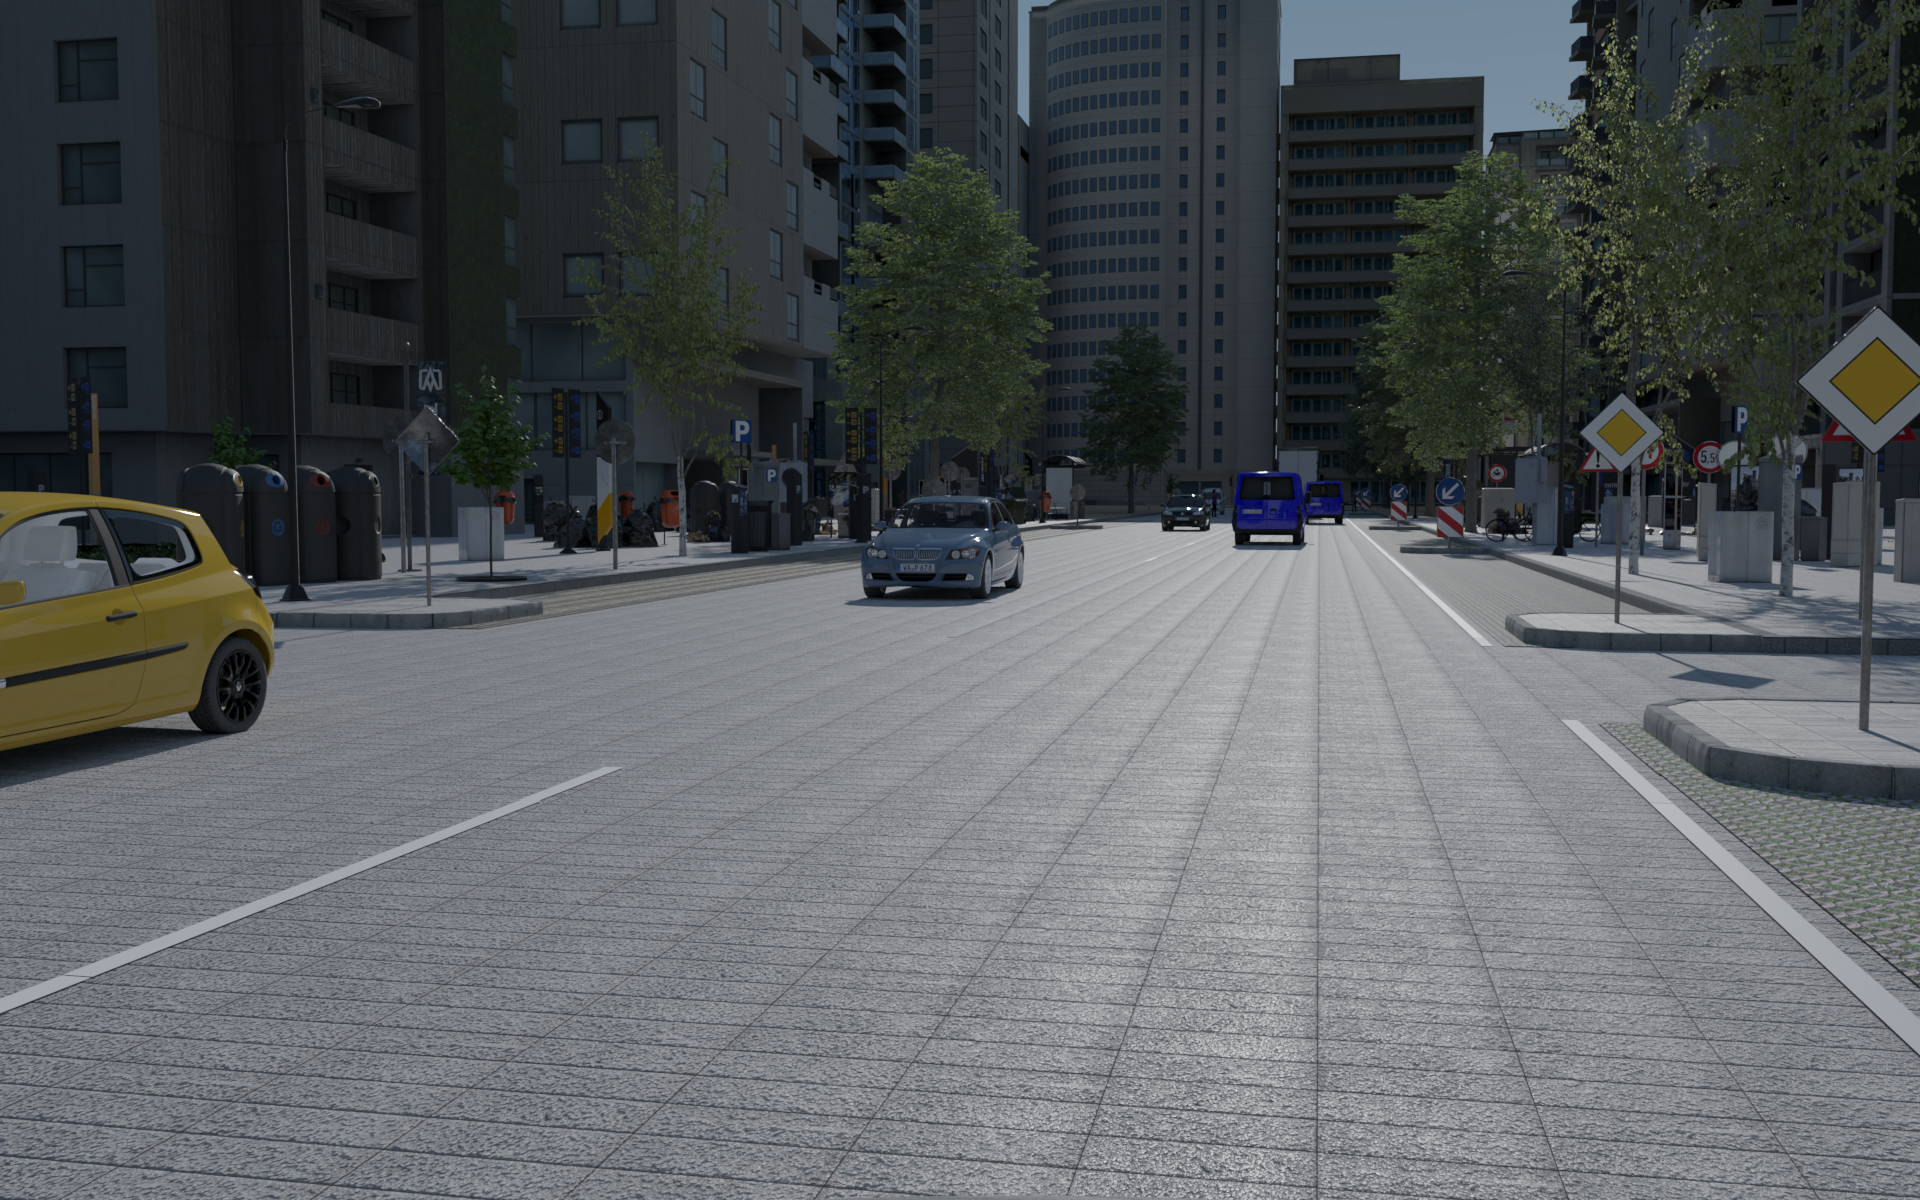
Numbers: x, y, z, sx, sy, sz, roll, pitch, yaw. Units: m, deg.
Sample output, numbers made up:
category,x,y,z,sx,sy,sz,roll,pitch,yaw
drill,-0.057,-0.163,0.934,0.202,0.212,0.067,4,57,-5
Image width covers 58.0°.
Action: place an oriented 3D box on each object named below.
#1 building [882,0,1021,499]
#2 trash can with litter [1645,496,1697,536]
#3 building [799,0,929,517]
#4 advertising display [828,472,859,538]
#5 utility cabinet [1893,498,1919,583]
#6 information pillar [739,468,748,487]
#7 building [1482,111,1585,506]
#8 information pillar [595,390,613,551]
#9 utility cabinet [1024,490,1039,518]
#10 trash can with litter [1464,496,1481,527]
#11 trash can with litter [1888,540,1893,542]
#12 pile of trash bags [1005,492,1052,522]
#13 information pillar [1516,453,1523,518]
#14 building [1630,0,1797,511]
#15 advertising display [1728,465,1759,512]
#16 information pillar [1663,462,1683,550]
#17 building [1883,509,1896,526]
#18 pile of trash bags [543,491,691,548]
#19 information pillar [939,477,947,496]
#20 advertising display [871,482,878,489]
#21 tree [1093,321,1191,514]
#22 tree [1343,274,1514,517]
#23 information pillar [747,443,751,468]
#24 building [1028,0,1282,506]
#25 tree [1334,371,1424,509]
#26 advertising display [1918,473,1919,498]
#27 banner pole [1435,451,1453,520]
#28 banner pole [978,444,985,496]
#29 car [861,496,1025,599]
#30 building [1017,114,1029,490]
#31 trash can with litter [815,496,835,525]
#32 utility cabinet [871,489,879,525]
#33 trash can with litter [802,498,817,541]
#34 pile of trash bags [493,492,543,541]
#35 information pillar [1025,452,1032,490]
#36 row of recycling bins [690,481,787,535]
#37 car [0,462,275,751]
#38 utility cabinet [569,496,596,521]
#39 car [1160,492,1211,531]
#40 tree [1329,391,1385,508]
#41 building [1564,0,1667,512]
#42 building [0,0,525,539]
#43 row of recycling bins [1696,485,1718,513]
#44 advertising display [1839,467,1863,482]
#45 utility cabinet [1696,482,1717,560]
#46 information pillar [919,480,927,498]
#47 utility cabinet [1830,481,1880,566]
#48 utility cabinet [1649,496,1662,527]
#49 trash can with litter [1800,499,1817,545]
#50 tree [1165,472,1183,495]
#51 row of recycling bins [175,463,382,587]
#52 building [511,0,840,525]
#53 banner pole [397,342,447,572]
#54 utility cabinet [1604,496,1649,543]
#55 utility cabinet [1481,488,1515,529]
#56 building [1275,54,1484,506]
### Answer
category,x,y,z,sx,sy,sz,roll,pitch,yaw
building,-6.557,-43.448,148.620,20.611,71.187,20.563,1,4,12
trash can with litter,22.231,-2.629,54.036,2.233,1.210,1.678,1,4,9
building,-14.388,-48.901,112.208,22.319,86.520,31.000,1,4,12
advertising display,-3.366,-2.751,50.194,0.974,1.923,0.123,2,4,26
utility cabinet,14.154,-0.855,25.144,1.020,1.237,0.306,0,4,5
information pillar,-6.160,-2.767,49.727,0.304,2.012,0.304,1,4,11
building,64.679,-30.870,188.314,14.086,41.232,14.154,1,4,12
information pillar,-7.984,-2.906,38.862,0.504,3.616,0.183,3,5,44
utility cabinet,3.689,-5.169,93.184,1.173,1.500,0.318,-1,4,-17
trash can with litter,19.822,-3.411,66.835,2.233,1.210,1.678,-3,4,-36
trash can with litter,25.832,-2.133,45.924,2.233,1.210,1.678,1,4,19
pile of trash bags,2.814,-4.353,80.930,3.447,1.369,1.912,-2,4,-32
information pillar,27.772,-5.787,85.966,0.504,3.616,0.183,-3,4,-37
building,56.512,-31.406,102.726,28.713,52.752,27.495,1,4,12
advertising display,17.270,-1.998,37.874,0.123,1.923,0.974,-2,4,-30
information pillar,16.378,-2.159,39.798,0.304,2.012,0.304,3,5,45
building,45.614,-38.647,70.133,20.563,71.187,20.611,1,4,12
pile of trash bags,-8.146,-1.998,42.417,1.912,1.369,3.447,3,4,38
information pillar,-0.726,-4.172,72.711,0.304,2.012,0.304,1,4,10
advertising display,-4.746,-5.412,93.700,0.123,1.923,0.974,2,4,28
tree,11.673,-11.964,113.731,7.486,12.596,7.792,0,3,0
tree,26.916,-11.728,98.402,9.857,13.997,8.962,0,3,0
information pillar,-8.857,-4.976,72.707,0.183,3.616,0.504,-1,4,-20
building,22.502,-40.265,200.327,28.212,58.520,21.231,1,4,12
tree,37.340,-14.265,150.242,9.611,12.733,9.660,0,3,0
advertising display,27.428,-2.653,48.598,0.974,1.923,0.123,3,5,40
banner pole,23.961,-5.848,85.639,0.863,3.779,0.401,1,4,20
banner pole,0.837,-4.833,69.038,0.401,3.779,0.863,2,4,26
car,-0.158,-0.815,25.320,2.014,1.417,4.499,1,4,11
building,0.972,-33.714,201.341,14.200,45.320,14.600,1,4,12
trash can with litter,-6.131,-3.687,71.332,2.233,1.210,1.678,-1,4,-17
utility cabinet,-3.711,-3.780,70.487,0.318,1.500,1.173,-3,5,-43
trash can with litter,-4.404,-2.176,46.968,1.055,1.170,0.624,0,4,-8
pile of trash bags,-11.198,-2.327,47.804,3.447,1.369,1.912,0,4,6
information pillar,3.700,-6.266,93.799,0.504,3.616,0.183,3,5,40
row of recycling bins,-6.988,-2.956,55.447,3.534,1.692,1.069,-3,5,-41
car,-5.421,0.063,9.190,2.015,1.641,3.980,1,4,12
utility cabinet,-14.174,-3.291,64.963,1.020,1.237,0.306,-3,5,-42
car,8.962,-3.592,68.515,2.009,1.686,4.222,1,4,12
tree,39.867,-15.415,162.397,12.009,13.543,11.850,0,3,0
building,58.293,-29.156,131.328,22.147,44.769,28.867,1,4,12
building,-22.323,-17.005,49.725,14.160,30.474,14.107,1,4,12
row of recycling bins,33.637,-4.378,78.689,1.069,1.692,3.534,3,4,38
advertising display,21.354,-2.238,41.798,0.974,1.923,0.123,2,4,33
utility cabinet,14.447,-1.518,33.491,0.318,1.500,1.173,1,4,21
information pillar,-1.919,-5.202,89.546,0.304,2.012,0.304,2,4,29
utility cabinet,15.826,-1.343,30.632,1.173,1.500,0.318,-3,4,-39
utility cabinet,27.192,-3.421,67.091,0.306,1.237,1.020,-3,4,-39
trash can with litter,19.181,-1.693,39.064,0.624,1.170,1.055,-1,4,-10
tree,18.151,-9.465,149.361,1.663,3.219,1.824,0,3,0
row of recycling bins,-9.675,-1.074,24.677,1.069,1.692,3.534,1,4,22
building,-21.857,-30.290,84.476,28.713,52.752,27.495,1,4,12
banner pole,-8.902,-2.364,28.668,0.863,3.779,0.401,0,4,-6
utility cabinet,17.647,-2.131,46.000,1.020,1.237,0.306,1,4,11
utility cabinet,19.717,-3.351,63.466,1.173,1.500,0.318,-1,4,-10
building,46.806,-34.953,195.183,21.600,48.544,21.300,1,4,12
